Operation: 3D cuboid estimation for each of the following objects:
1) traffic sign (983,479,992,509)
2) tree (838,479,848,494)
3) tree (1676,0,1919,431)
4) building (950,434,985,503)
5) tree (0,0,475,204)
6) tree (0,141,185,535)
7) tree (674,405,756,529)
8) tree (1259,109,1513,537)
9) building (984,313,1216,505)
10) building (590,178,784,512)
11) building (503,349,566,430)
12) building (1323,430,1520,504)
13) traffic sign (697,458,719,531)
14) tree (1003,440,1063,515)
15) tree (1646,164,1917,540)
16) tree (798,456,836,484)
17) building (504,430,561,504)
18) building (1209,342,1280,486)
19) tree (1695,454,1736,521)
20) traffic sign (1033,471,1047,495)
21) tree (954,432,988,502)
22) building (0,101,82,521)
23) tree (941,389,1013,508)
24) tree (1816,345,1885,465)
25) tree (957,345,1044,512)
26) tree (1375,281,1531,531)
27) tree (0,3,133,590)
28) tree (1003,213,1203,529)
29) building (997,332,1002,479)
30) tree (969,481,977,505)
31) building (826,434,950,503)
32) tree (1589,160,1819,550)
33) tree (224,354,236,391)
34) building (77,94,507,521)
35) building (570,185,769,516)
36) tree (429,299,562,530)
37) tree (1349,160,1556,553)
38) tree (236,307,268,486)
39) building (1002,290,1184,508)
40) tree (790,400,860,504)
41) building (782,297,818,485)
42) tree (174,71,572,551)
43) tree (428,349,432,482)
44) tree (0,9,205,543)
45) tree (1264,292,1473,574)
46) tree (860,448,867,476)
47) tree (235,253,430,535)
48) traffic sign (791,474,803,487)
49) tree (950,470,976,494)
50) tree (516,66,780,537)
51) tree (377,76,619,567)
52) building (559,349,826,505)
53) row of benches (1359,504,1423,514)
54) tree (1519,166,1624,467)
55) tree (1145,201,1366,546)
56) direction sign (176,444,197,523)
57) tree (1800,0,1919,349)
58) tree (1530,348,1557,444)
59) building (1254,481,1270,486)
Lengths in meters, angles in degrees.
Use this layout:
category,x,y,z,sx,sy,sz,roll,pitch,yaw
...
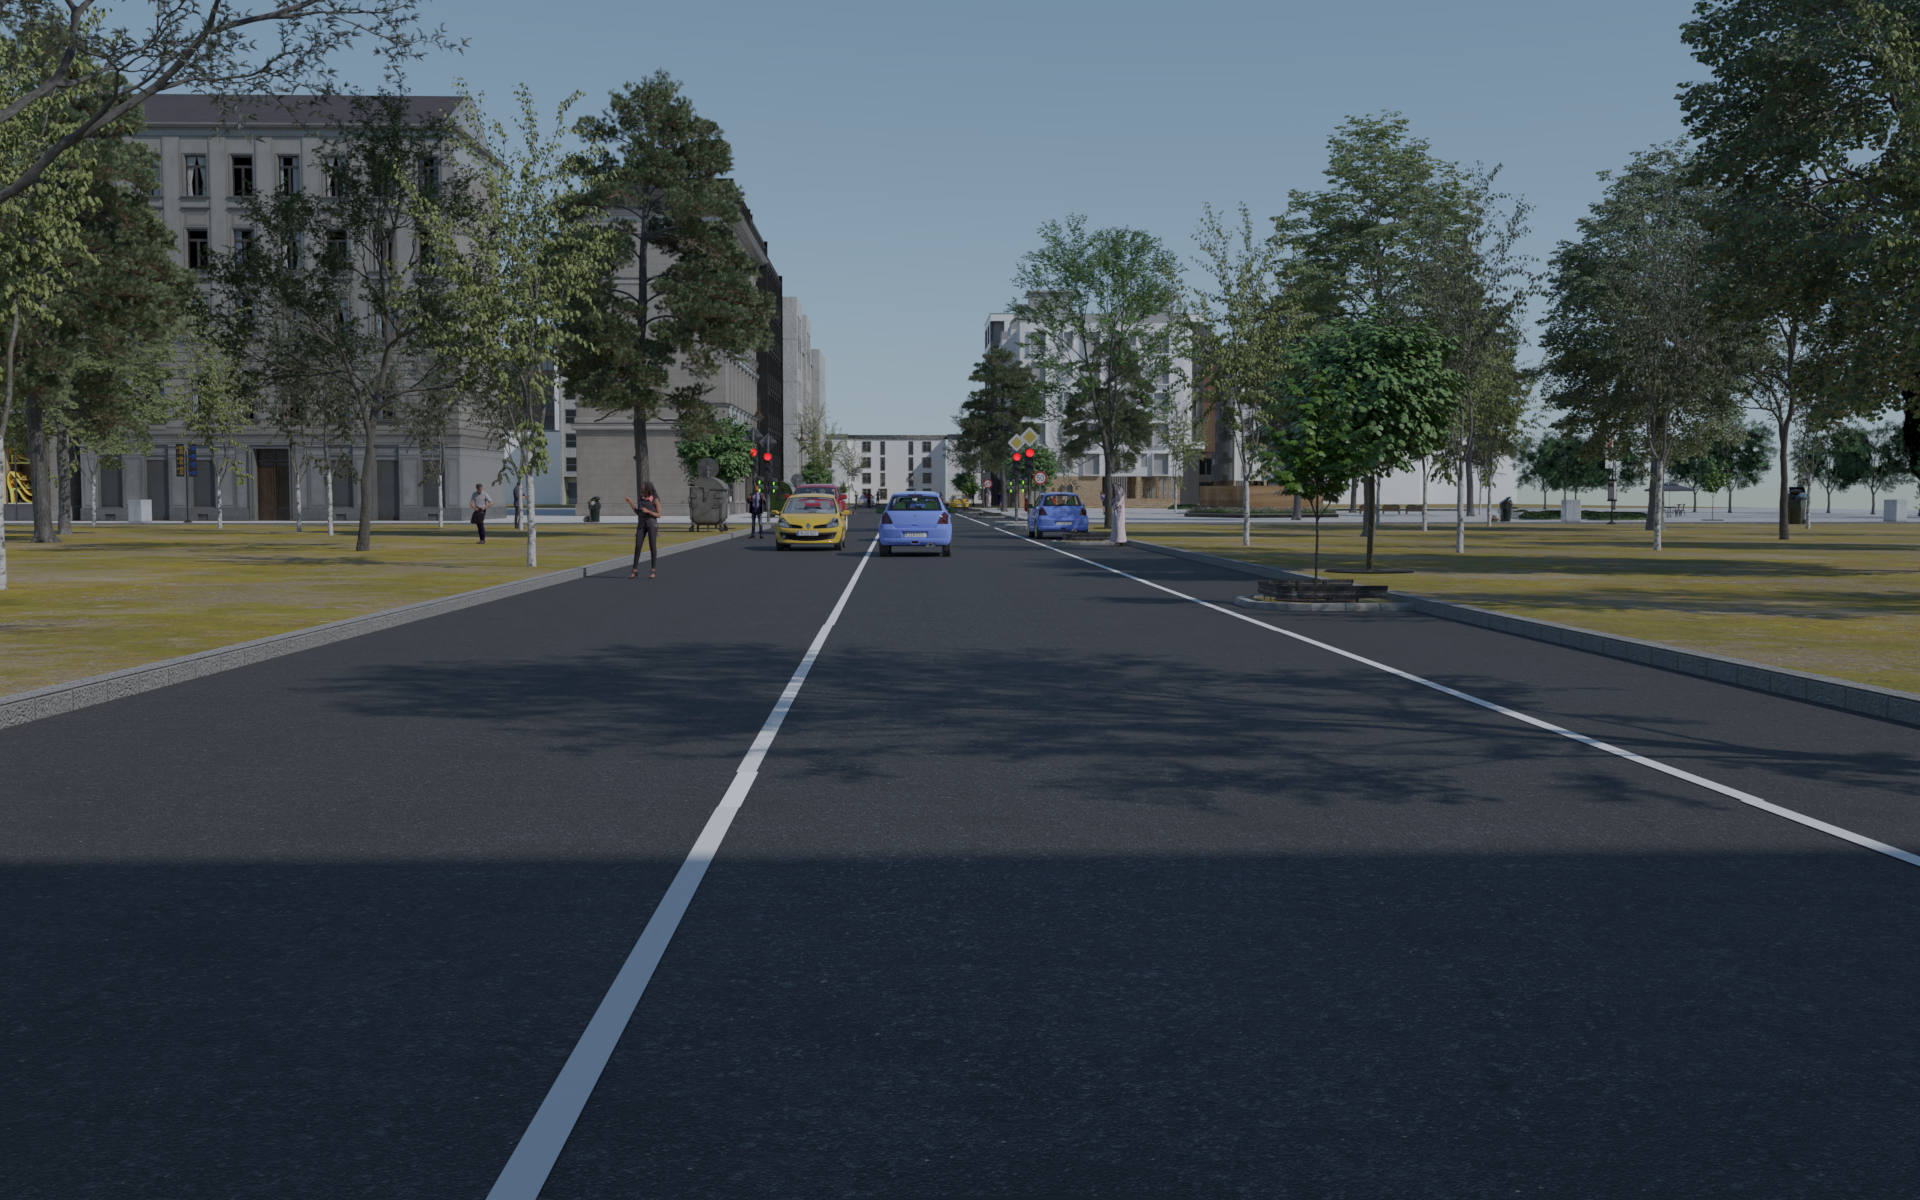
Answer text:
category,x,y,z,sx,sy,sz,roll,pitch,yaw
traffic sign,2.383,-9.053,148.127,0.768,2.556,0.104,0,4,0
tree,-15.120,-14.116,225.404,1.663,3.219,1.824,0,3,0
tree,16.194,-7.425,28.050,9.857,13.997,8.962,0,3,0
building,12.113,-18.662,247.262,28.070,9.664,9.099,0,4,-2
tree,-7.985,-6.257,12.666,12.009,13.543,11.850,0,3,0
tree,-28.875,-8.351,54.663,7.486,12.596,7.792,0,3,0
tree,-8.983,-4.902,63.859,4.285,4.588,4.351,0,3,0
tree,12.694,-8.175,51.792,7.486,12.596,7.792,0,3,0
building,16.821,-22.534,212.398,27.936,21.610,32.646,0,4,-2
building,-19.980,-18.356,129.797,12.332,23.373,15.834,0,4,-2
building,-58.838,-25.074,253.935,32.646,21.610,27.936,0,4,-2
building,58.665,-17.342,225.690,28.070,9.664,9.099,0,4,-2
traffic sign,-8.846,-3.711,60.783,0.768,2.556,0.104,0,4,6
tree,4.500,-7.655,108.874,4.285,4.588,4.351,0,3,0
tree,22.806,-6.967,48.327,7.601,10.594,8.767,0,4,-4
tree,-12.104,-9.845,144.671,4.285,4.588,4.351,0,3,0
building,-63.723,-17.128,222.190,28.070,9.664,9.099,0,4,-2
building,39.037,-22.351,221.853,11.380,20.091,16.016,0,4,-2
tree,36.379,-5.463,83.925,1.663,3.219,1.824,0,3,0
traffic sign,4.438,-5.863,95.960,0.768,2.556,0.104,0,4,2
tree,1.102,-14.722,191.063,4.737,8.622,4.395,0,3,0
building,-62.129,-14.317,84.989,40.483,20.767,10.553,0,4,-2
tree,1.771,-13.470,154.639,7.601,10.594,8.767,-1,4,-15
tree,31.605,-6.942,63.858,4.360,8.622,3.978,0,3,0
tree,3.109,-12.433,125.328,6.751,12.117,7.091,0,3,0
tree,16.195,-6.660,59.252,4.737,8.622,4.395,0,3,0
tree,-13.113,-4.450,23.114,4.737,8.622,4.395,0,3,0
tree,5.467,-8.447,63.869,9.928,11.665,9.643,0,3,0
building,12.079,-19.675,178.110,16.016,20.091,11.380,0,4,-2
tree,1.295,-12.839,204.517,1.663,3.219,1.824,0,3,0
building,-15.933,-18.589,246.082,28.070,9.664,9.099,0,4,-2
tree,16.146,-5.443,39.353,4.360,8.622,3.978,0,3,0
tree,-22.272,-6.579,57.936,4.360,8.622,3.978,0,3,0
building,-32.778,-14.496,86.154,18.267,20.994,9.793,0,4,-2
building,-18.026,-15.346,101.820,10.553,20.767,40.483,0,4,-2
tree,-15.829,-6.780,61.221,4.360,8.622,3.978,0,3,0
tree,10.699,-5.340,37.679,4.360,8.622,3.978,0,3,0
tree,-27.299,-6.910,63.341,4.737,8.622,4.395,0,3,0
building,12.675,-18.981,166.759,16.016,20.091,11.380,0,4,-2
tree,-11.157,-11.345,135.852,4.737,8.622,4.395,0,3,0
building,-23.514,-18.614,170.793,16.747,18.905,31.486,0,4,-2
tree,-13.174,-6.365,38.474,7.601,10.594,8.767,2,4,33
tree,-20.382,-7.128,66.898,4.360,8.622,3.978,0,3,0
tree,-24.327,-8.445,45.501,7.806,13.903,7.818,0,3,0
tree,6.659,-2.730,28.348,4.285,4.588,4.351,0,3,0
tree,-13.839,-16.461,219.494,4.737,8.622,4.395,0,3,0
tree,-19.343,-6.317,53.637,4.360,8.622,3.978,0,3,0
traffic sign,-10.201,-6.619,108.323,0.768,2.556,0.104,0,4,2
tree,0.327,-14.685,223.814,4.285,4.588,4.351,0,3,0
tree,-9.552,-8.846,52.055,7.806,13.903,7.818,0,3,0
tree,-7.758,-4.884,30.224,4.737,8.622,4.395,0,3,0
building,-33.127,-21.570,219.130,31.486,18.905,16.747,0,4,-2
row of benches,27.258,-5.770,109.805,4.104,0.672,1.422,1,4,20
tree,24.394,-9.414,60.582,9.857,13.997,8.962,0,3,0
tree,6.922,-5.652,42.772,4.737,8.622,4.395,0,3,0
direction sign,-34.703,-5.244,77.732,0.876,3.537,0.379,0,4,-5
tree,11.137,-4.125,17.811,4.737,8.622,4.395,0,3,0
tree,21.222,-7.225,68.485,4.737,8.622,4.395,0,3,0
building,42.169,-25.262,257.006,32.646,21.610,27.936,0,4,-2
